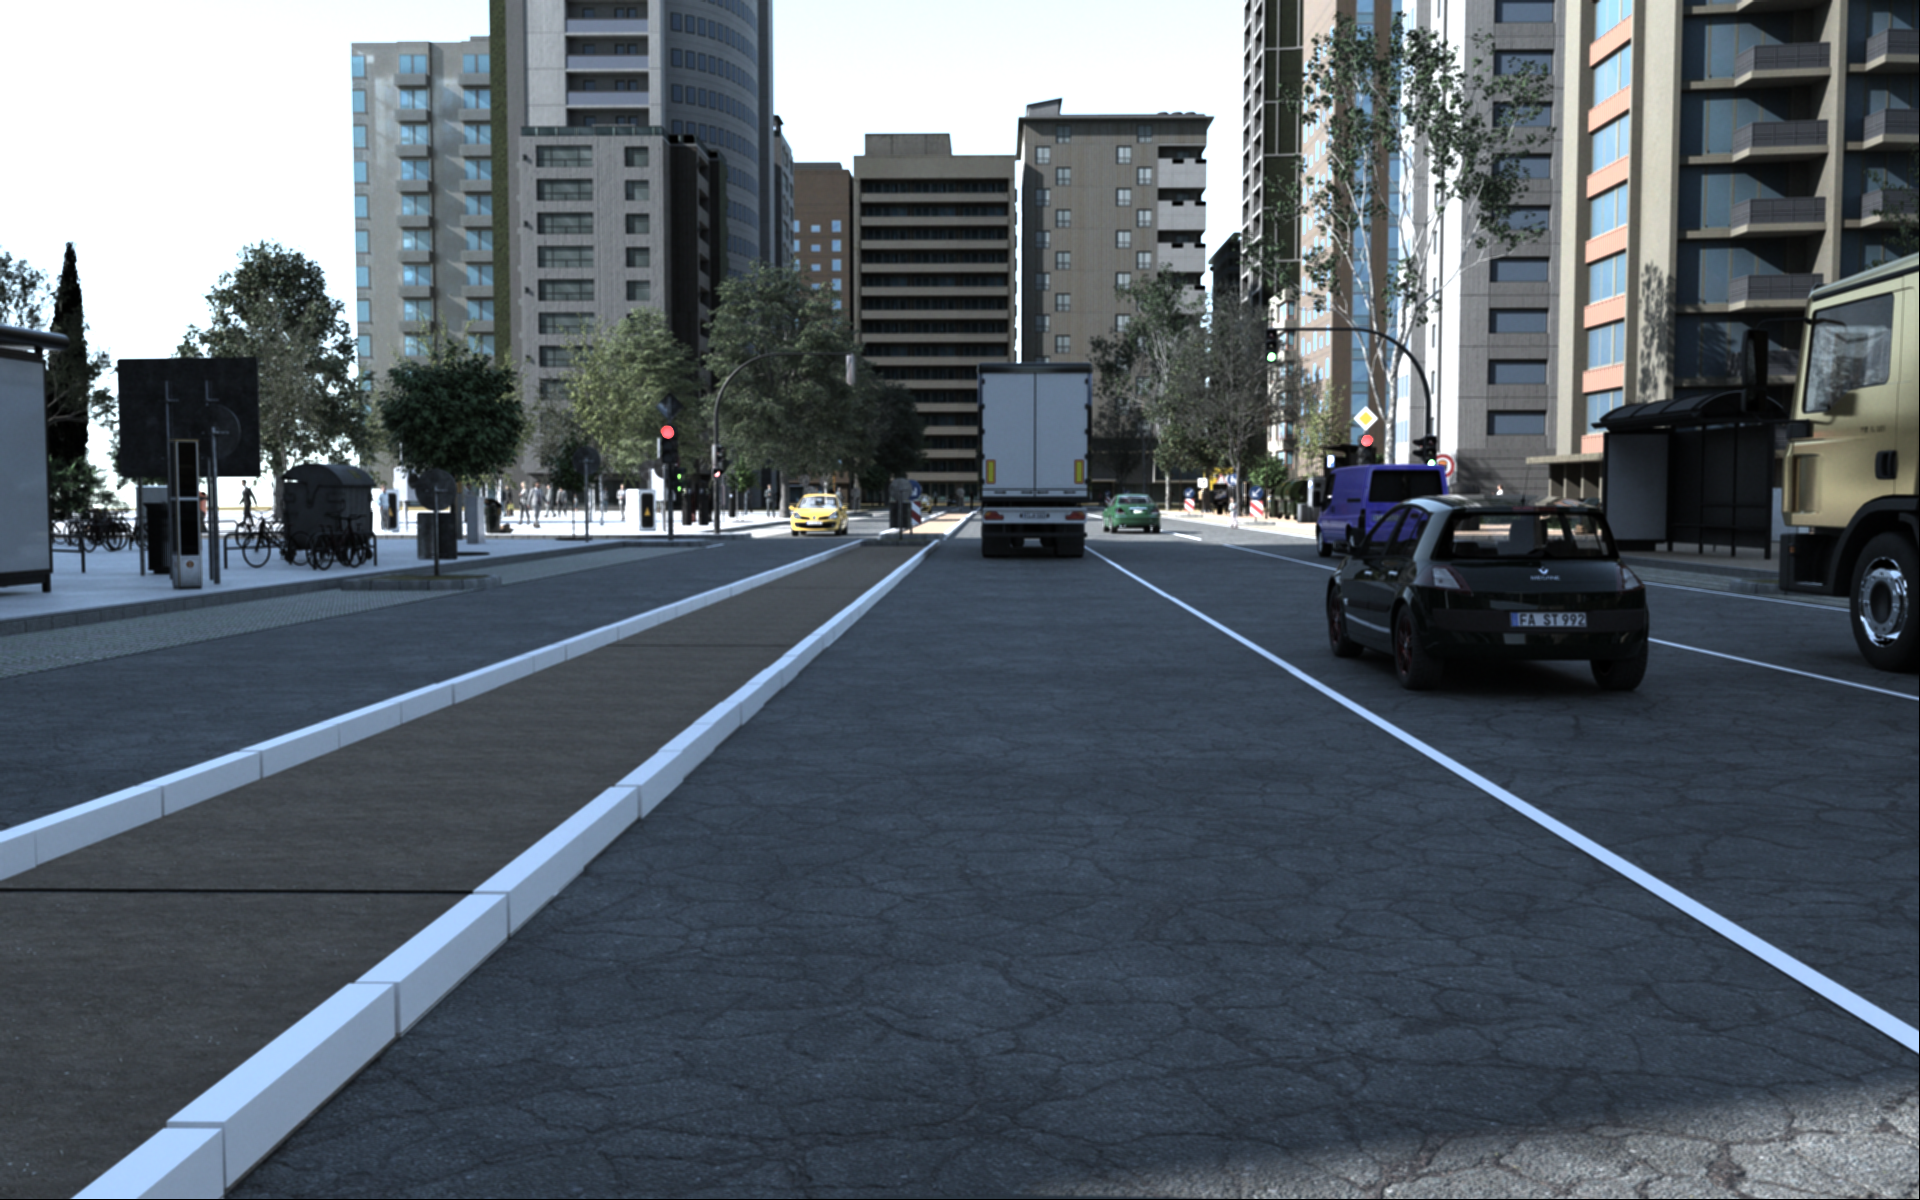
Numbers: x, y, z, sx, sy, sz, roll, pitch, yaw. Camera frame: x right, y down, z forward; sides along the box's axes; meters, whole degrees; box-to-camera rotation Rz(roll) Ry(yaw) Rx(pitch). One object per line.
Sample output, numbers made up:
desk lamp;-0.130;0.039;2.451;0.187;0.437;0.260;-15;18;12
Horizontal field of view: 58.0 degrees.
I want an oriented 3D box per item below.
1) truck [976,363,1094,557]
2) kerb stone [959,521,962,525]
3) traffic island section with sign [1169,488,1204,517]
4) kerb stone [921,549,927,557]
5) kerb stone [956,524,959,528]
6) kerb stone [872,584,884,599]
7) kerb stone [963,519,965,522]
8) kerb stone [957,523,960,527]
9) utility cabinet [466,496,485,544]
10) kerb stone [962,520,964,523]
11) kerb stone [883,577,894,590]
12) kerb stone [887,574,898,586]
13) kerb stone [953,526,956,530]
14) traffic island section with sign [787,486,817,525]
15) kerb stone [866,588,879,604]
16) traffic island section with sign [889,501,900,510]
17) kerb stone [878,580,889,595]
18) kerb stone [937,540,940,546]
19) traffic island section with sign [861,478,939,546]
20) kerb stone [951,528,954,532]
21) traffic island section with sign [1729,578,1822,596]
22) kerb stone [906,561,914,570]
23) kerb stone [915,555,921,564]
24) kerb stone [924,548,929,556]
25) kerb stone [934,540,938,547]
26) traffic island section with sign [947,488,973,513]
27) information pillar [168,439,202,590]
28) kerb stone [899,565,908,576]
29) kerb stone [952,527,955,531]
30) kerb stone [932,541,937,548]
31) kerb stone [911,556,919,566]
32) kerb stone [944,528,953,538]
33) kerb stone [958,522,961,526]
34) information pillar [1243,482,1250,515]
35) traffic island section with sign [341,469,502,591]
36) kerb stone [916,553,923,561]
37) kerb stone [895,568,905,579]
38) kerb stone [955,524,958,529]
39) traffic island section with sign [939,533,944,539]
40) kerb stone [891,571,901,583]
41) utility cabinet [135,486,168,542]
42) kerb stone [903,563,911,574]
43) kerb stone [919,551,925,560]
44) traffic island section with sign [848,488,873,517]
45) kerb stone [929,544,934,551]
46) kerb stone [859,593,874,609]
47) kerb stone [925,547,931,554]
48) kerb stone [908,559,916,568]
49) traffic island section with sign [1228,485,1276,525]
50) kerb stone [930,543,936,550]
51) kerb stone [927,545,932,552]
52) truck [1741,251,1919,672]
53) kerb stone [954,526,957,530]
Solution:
truck;1.735;-3.282;42.566;2.839;4.237;11.283;0;4;1
kerb stone;-0.104;-3.185;74.280;0.120;0.150;1.000;0;4;1
traffic island section with sign;14.054;-6.055;107.632;1.989;1.847;2.006;0;4;1
kerb stone;-0.848;-0.958;37.855;0.120;0.150;1.000;0;4;1
kerb stone;-0.226;-2.806;68.136;0.120;0.150;1.000;0;4;1
kerb stone;-1.151;-0.077;23.494;0.120;0.150;1.000;0;4;1
kerb stone;0.044;-3.624;81.446;0.120;0.150;1.000;0;4;1
kerb stone;-0.188;-2.935;70.186;0.120;0.150;1.000;0;4;1
utility cabinet;-12.587;-2.069;44.991;0.306;1.237;1.020;0;4;-5
kerb stone;-0.005;-3.493;79.402;0.120;0.150;1.000;0;4;1
kerb stone;-1.105;-0.204;25.541;0.120;0.150;1.000;0;4;1
kerb stone;-1.083;-0.268;26.575;0.120;0.150;1.000;0;4;1
kerb stone;-0.319;-2.555;64.043;0.120;0.150;1.000;0;4;1
traffic island section with sign;-7.017;-4.436;81.162;1.989;1.847;2.006;0;4;1
kerb stone;-1.172;-0.017;22.473;0.120;0.150;1.000;0;4;1
traffic island section with sign;-5.443;-9.117;157.693;1.989;1.847;2.006;0;4;1
kerb stone;-1.128;-0.142;24.516;0.120;0.150;1.000;0;4;1
kerb stone;-0.686;-1.459;46.055;0.120;0.150;1.000;0;4;1
traffic island section with sign;-1.686;-2.443;48.082;2.006;1.907;1.989;0;4;1
kerb stone;-0.380;-2.371;60.968;0.120;0.150;1.000;0;4;1
traffic island section with sign;12.348;-1.006;25.083;1.989;1.847;2.006;0;4;1
kerb stone;-0.975;-0.582;31.705;0.120;0.150;1.000;0;4;1
kerb stone;-0.911;-0.770;34.784;0.120;0.150;1.000;0;4;1
kerb stone;-0.838;-1.021;38.887;0.120;0.150;1.000;0;4;1
kerb stone;-0.706;-1.397;45.034;0.120;0.150;1.000;0;4;1
traffic island section with sign;0.012;-7.491;130.610;2.006;1.907;1.989;0;4;1
information pillar;-10.464;-1.156;23.397;0.304;2.012;0.304;-3;5;-40
kerb stone;-1.027;-0.456;29.648;0.120;0.150;1.000;0;4;1
kerb stone;-0.349;-2.433;61.996;0.120;0.150;1.000;0;4;1
kerb stone;-0.721;-1.334;44.007;0.120;0.150;1.000;0;4;1
kerb stone;-0.936;-0.706;33.760;0.120;0.150;1.000;0;4;1
kerb stone;-0.410;-2.308;59.937;0.120;0.150;1.000;0;4;1
kerb stone;-0.149;-3.060;72.232;0.120;0.150;1.000;0;4;1
information pillar;17.873;-6.333;108.035;0.304;2.012;0.304;-1;4;-18
traffic island section with sign;-8.142;-1.093;26.492;1.989;1.847;2.006;0;4;1
kerb stone;-0.894;-0.832;35.807;0.120;0.150;1.000;0;4;1
kerb stone;-1.045;-0.393;28.618;0.120;0.150;1.000;0;4;1
kerb stone;-0.248;-2.746;67.109;0.120;0.150;1.000;0;4;1
traffic island section with sign;-1.524;-2.896;55.487;2.006;1.907;1.989;0;4;1
kerb stone;-1.060;-0.329;27.596;0.120;0.150;1.000;0;4;1
utility cabinet;-21.321;-2.295;46.202;1.173;1.500;0.318;-1;4;-21
kerb stone;-1.002;-0.518;30.670;0.120;0.150;1.000;0;4;1
kerb stone;-0.871;-0.895;36.834;0.120;0.150;1.000;0;4;1
traffic island section with sign;-6.472;-6.085;108.112;1.989;1.847;2.006;0;4;1
kerb stone;-0.773;-1.205;41.956;0.120;0.150;1.000;0;4;1
kerb stone;-1.193;0.046;21.451;0.120;0.150;1.000;0;4;1
kerb stone;-0.808;-1.083;39.909;0.120;0.150;1.000;0;4;1
kerb stone;-0.958;-0.641;32.728;0.120;0.150;1.000;0;4;1
traffic island section with sign;13.481;-4.373;80.123;1.989;1.847;2.006;0;4;1
kerb stone;-0.740;-1.272;42.985;0.120;0.150;1.000;0;4;1
kerb stone;-0.797;-1.146;40.935;0.120;0.150;1.000;0;4;1
truck;8.672;-0.972;11.816;3.469;3.379;9.791;0;3;0
kerb stone;-0.297;-2.619;65.065;0.120;0.150;1.000;0;4;1
